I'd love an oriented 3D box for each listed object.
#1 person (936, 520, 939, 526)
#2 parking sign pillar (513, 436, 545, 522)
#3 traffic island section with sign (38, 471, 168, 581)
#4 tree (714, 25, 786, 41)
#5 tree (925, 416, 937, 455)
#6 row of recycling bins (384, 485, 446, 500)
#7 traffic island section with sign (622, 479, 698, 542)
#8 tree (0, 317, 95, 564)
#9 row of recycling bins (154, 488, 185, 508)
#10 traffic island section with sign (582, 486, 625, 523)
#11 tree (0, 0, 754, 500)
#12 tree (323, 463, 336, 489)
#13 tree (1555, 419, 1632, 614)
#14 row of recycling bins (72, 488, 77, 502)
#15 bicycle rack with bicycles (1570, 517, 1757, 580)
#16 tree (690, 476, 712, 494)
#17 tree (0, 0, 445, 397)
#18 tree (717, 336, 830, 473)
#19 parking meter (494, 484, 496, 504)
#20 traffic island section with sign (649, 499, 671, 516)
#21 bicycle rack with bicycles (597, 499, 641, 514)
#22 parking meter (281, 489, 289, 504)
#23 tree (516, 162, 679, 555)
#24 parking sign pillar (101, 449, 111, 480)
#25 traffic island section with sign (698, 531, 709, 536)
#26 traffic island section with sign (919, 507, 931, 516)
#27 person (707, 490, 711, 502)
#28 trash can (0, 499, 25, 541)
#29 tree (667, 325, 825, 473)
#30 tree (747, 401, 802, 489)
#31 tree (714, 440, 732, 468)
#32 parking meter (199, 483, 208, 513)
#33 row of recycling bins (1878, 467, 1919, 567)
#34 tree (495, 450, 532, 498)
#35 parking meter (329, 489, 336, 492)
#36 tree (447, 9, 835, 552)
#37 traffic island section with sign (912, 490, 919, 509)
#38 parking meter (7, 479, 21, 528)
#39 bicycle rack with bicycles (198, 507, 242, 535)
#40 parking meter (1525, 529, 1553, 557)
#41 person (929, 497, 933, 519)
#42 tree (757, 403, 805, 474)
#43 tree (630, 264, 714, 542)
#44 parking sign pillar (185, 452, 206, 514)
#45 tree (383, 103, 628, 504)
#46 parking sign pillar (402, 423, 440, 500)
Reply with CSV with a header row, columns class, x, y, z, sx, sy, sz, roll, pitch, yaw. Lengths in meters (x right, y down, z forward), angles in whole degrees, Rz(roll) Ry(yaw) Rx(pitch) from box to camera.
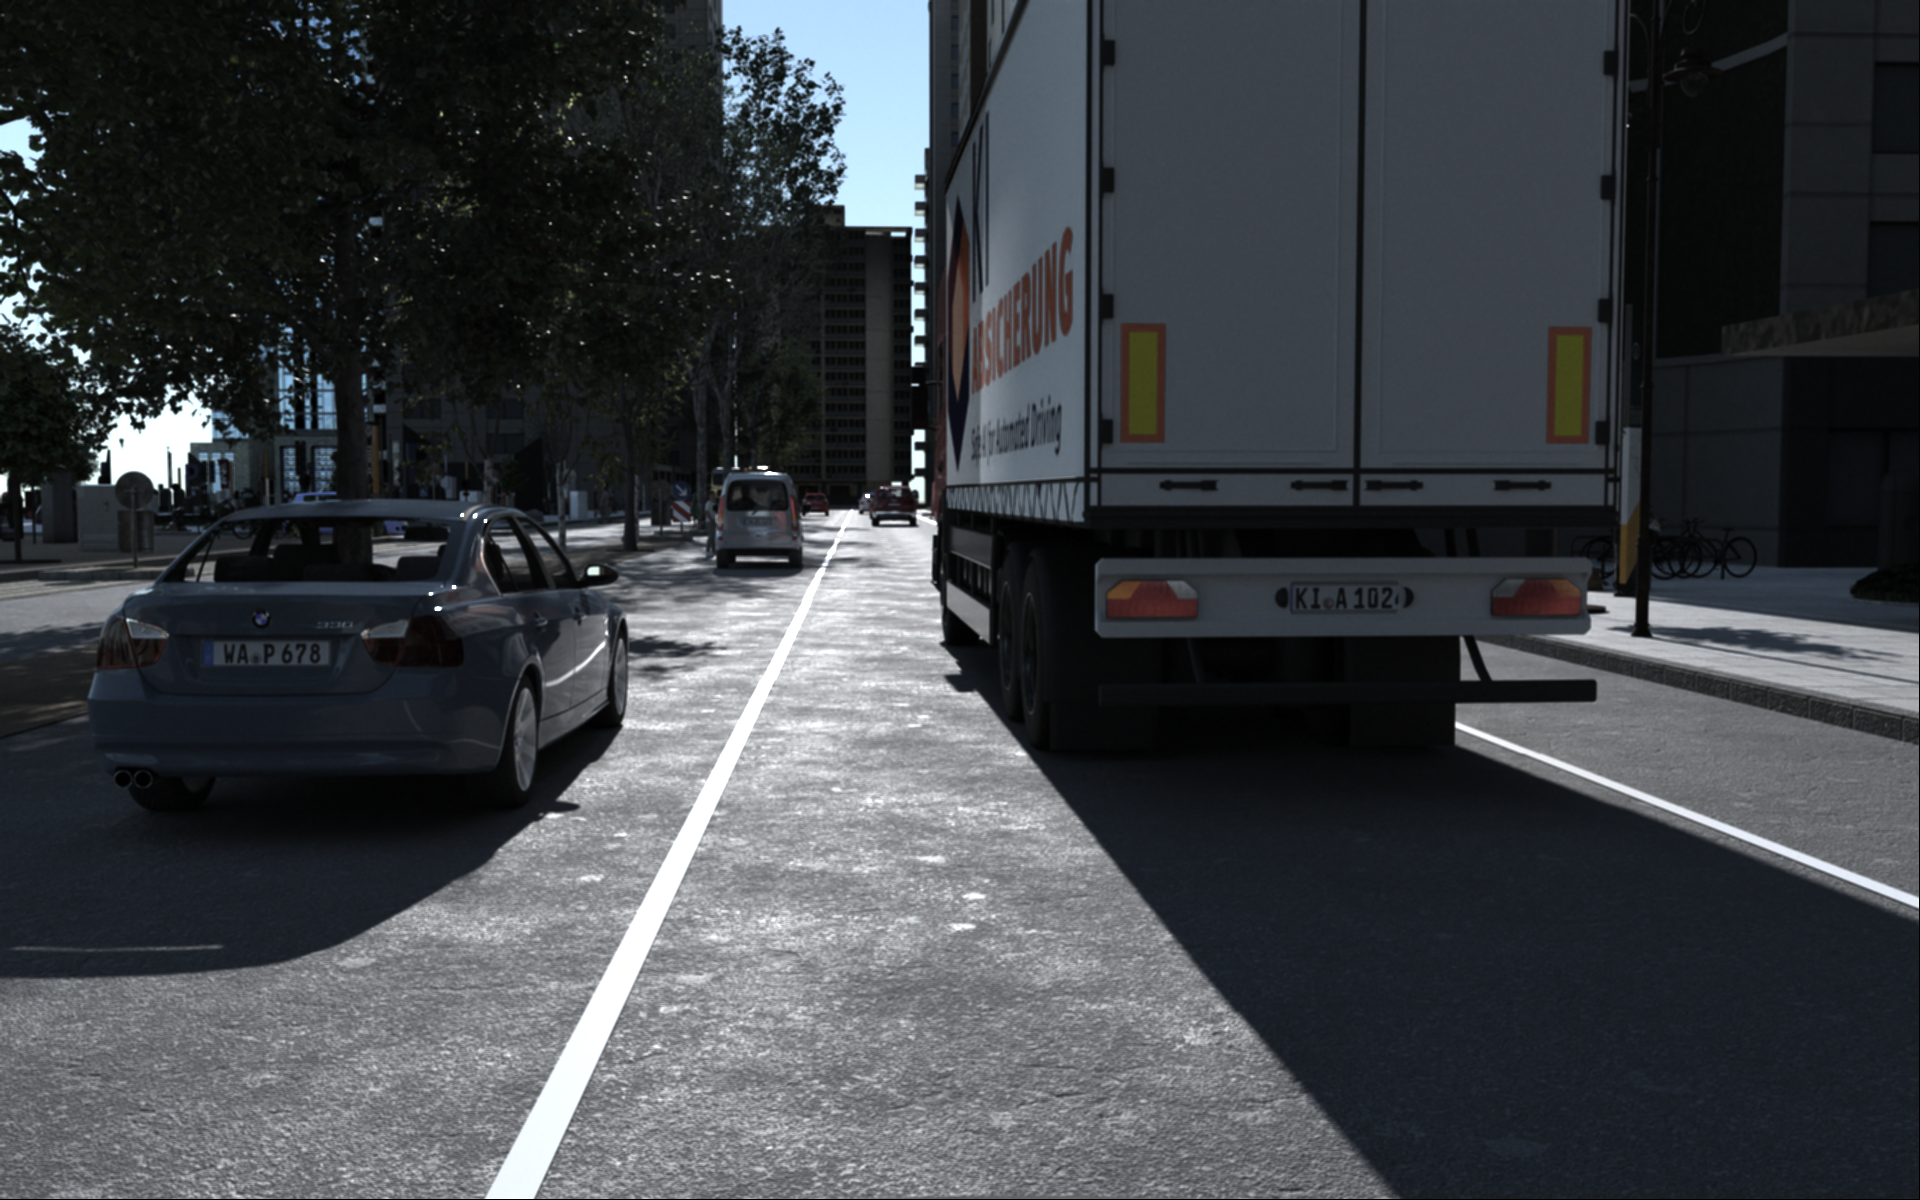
class,x,y,z,sx,sy,sz,roll,pitch,yaw
person,-0.994,-3.926,76.940,0.306,1.304,0.590,0,4,8
parking sign pillar,-19.883,-5.578,79.665,1.447,3.967,1.447,-2,4,-27
traffic island section with sign,-14.241,-1.275,29.478,1.989,1.847,2.006,0,4,-3
tree,-11.087,-12.713,66.203,12.611,20.169,13.585,0,3,0
tree,-0.715,-11.664,141.076,4.737,8.622,4.395,0,3,0
row of recycling bins,-24.007,-4.230,76.280,3.534,1.692,1.069,2,4,30
traffic island section with sign,-9.210,-2.739,52.925,2.006,1.907,1.989,0,4,-3
tree,-17.548,-2.973,32.317,4.285,4.588,4.351,0,3,0
row of recycling bins,-55.762,-7.069,122.693,3.534,1.692,1.069,-3,5,-40
traffic island section with sign,-17.455,-4.686,85.245,1.989,1.847,2.006,0,4,-3
tree,-7.510,-6.220,21.163,9.611,12.733,9.660,0,3,0
tree,-32.835,-5.921,91.404,1.663,3.219,1.824,0,3,0
tree,6.677,-1.493,19.008,1.663,3.219,1.824,0,3,0
row of recycling bins,-54.085,-6.161,107.840,3.534,1.692,1.069,0,4,1
bicycle rack with bicycles,10.797,-0.820,26.792,2.925,0.926,2.852,0,4,6
tree,-24.466,-10.214,161.606,1.663,3.219,1.824,0,3,0
tree,-7.122,-5.584,11.890,7.486,12.596,7.792,0,3,0
tree,-12.107,-11.209,111.476,9.928,11.665,9.643,0,3,0
parking meter,-26.178,-5.624,97.657,0.255,1.863,0.399,3,5,39
traffic island section with sign,-19.023,-6.333,112.175,1.989,1.847,2.006,0,4,-3
bicycle rack with bicycles,-22.906,-6.169,114.242,2.852,0.926,2.925,2,4,33
parking meter,-33.640,-4.768,86.372,0.372,1.533,0.369,0,3,0
tree,-7.928,-4.982,34.276,4.737,8.622,4.395,0,3,0
parking sign pillar,-51.298,-7.071,104.083,1.447,3.967,1.447,-1,4,-21
traffic island section with sign,-9.627,-3.192,60.320,2.006,1.907,1.989,0,4,-3
traffic island section with sign,-1.497,-6.430,113.762,1.989,1.847,2.006,0,4,-3
person,-20.529,-8.114,141.722,0.434,1.755,0.990,0,4,-4
trash can,-25.782,-2.164,47.027,0.748,1.137,0.748,0,3,0
tree,-11.150,-9.351,89.766,8.767,10.594,7.601,0,4,-3
tree,-13.253,-10.452,123.704,4.737,8.622,4.395,0,3,0
tree,-26.472,-14.465,186.868,4.360,8.622,3.978,0,3,0
parking meter,-41.635,-5.483,95.358,0.399,1.863,0.255,-3,5,-42
row of recycling bins,15.305,-1.221,27.083,1.069,1.692,3.534,3,5,43
tree,-19.842,-5.031,76.857,1.663,3.219,1.824,0,3,0
parking meter,-30.538,-4.646,84.371,0.372,1.533,0.369,0,3,0
tree,-8.174,-7.936,42.584,12.009,13.543,11.850,0,3,0
traffic island section with sign,-4.371,-9.467,163.405,1.989,1.847,2.006,0,4,-3
parking meter,-35.335,-3.609,64.725,0.255,1.863,0.399,2,4,31
bicycle rack with bicycles,-20.069,-2.245,50.085,2.925,0.926,2.852,0,4,8
parking meter,8.886,-1.273,26.523,0.399,1.863,0.255,2,4,35
person,-1.438,-5.456,98.459,0.760,1.731,0.466,-1,4,-19
tree,-12.604,-10.151,118.781,4.360,8.622,3.978,0,3,0
tree,-9.541,-6.001,50.937,4.360,8.622,3.978,0,3,0
parking sign pillar,-49.044,-7.501,111.120,1.447,3.967,1.447,1,4,21
tree,-7.974,-4.666,29.114,4.360,8.622,3.978,0,3,0
parking sign pillar,-20.590,-4.753,66.188,1.447,3.967,1.447,-3,4,-37
